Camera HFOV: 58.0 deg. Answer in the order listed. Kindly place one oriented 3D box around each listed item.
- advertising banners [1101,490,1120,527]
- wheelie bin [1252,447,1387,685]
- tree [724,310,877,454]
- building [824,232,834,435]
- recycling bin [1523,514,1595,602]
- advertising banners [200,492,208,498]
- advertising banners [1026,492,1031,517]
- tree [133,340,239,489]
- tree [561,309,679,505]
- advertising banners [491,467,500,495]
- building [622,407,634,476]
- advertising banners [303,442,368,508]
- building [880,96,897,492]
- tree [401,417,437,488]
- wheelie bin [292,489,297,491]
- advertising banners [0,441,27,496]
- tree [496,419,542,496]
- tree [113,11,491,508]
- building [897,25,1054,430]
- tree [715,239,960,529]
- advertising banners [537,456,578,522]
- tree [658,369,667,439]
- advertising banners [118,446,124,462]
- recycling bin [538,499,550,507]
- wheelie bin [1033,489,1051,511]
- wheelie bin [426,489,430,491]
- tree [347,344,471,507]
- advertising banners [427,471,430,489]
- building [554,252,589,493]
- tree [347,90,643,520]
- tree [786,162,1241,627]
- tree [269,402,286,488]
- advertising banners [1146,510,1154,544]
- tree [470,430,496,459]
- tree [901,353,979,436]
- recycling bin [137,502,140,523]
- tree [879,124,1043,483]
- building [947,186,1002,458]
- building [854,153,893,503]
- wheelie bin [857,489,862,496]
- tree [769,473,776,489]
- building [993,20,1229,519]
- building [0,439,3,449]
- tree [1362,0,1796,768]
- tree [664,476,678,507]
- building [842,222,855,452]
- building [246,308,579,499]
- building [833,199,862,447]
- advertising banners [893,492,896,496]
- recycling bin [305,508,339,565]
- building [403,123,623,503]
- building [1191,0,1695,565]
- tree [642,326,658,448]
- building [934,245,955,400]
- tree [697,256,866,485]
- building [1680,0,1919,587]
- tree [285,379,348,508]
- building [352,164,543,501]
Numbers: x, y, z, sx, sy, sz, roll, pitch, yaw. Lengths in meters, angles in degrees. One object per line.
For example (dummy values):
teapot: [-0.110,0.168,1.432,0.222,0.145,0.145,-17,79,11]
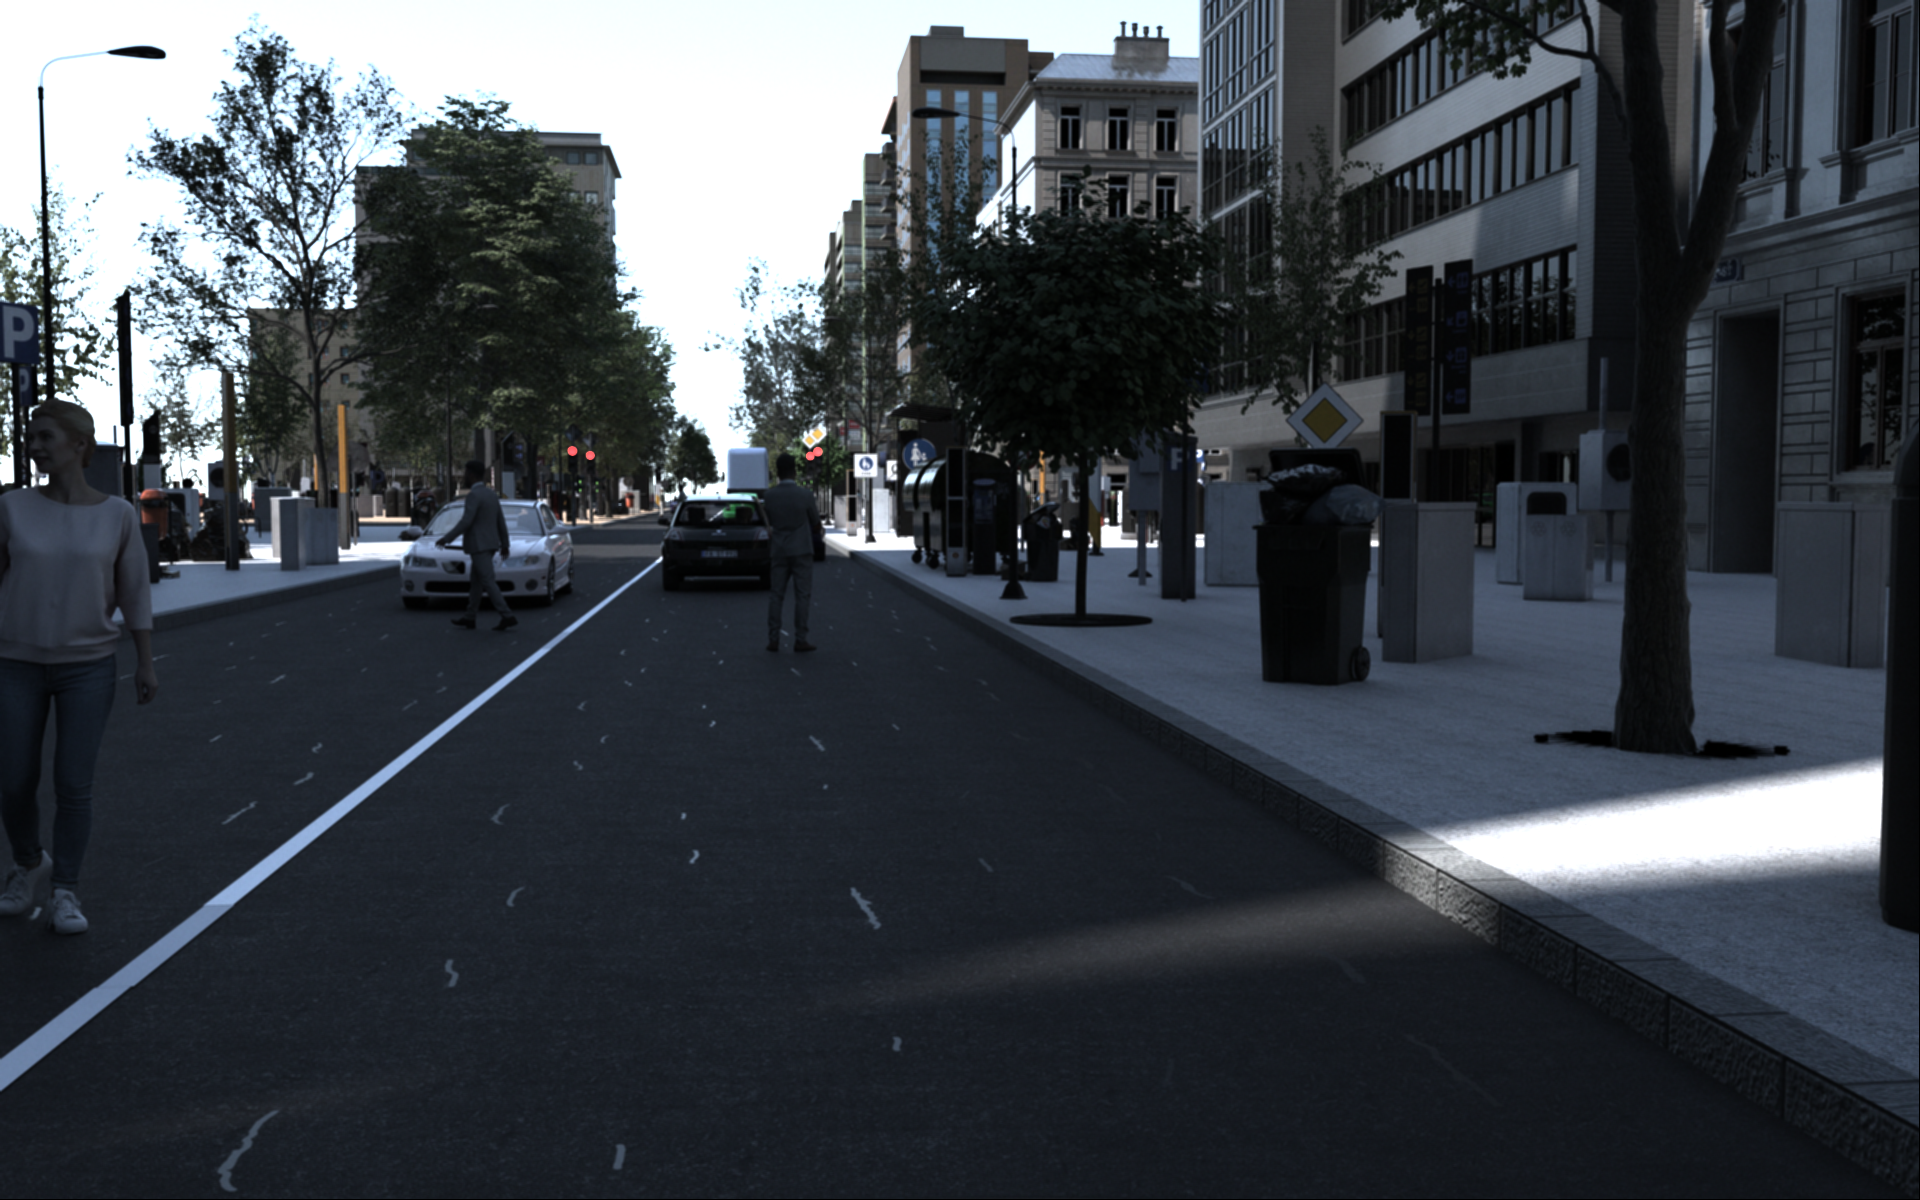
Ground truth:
advertising banners: [5.548,-4.420,68.452,0.090,3.025,2.074,-3,5,-40]
wheelie bin: [2.435,-0.241,11.842,0.980,1.594,0.693,2,4,34]
tree: [-10.527,-12.555,115.638,12.009,13.543,11.850,0,3,0]
building: [-12.514,-41.494,302.132,21.300,48.544,21.600,0,4,-7]
recycling bin: [7.289,-0.521,21.073,0.722,1.027,0.722,2,4,28]
advertising banners: [-56.842,-8.275,131.488,2.074,3.025,0.090,1,4,14]
advertising banners: [2.731,-5.559,87.070,2.074,3.025,0.090,0,4,-5]
tree: [-37.417,-8.164,83.848,4.360,8.622,3.978,0,3,0]
tree: [-22.336,-12.546,111.782,9.857,13.997,8.962,0,3,0]
advertising banners: [-29.847,-7.045,111.370,0.090,3.025,2.074,-2,4,-28]
building: [-67.934,-26.837,283.818,27.650,21.520,28.899,0,4,-7]
advertising banners: [-20.928,-3.787,58.112,2.074,3.025,0.090,-2,4,-25]
building: [2.760,-32.760,190.246,22.147,44.769,28.867,0,4,-7]
tree: [-44.599,-11.840,143.947,4.737,8.622,4.395,0,3,0]
wheelie bin: [-40.175,-5.910,104.542,0.980,1.594,0.693,3,5,41]
advertising banners: [-32.768,-3.891,59.801,0.090,3.025,2.074,0,4,-6]
tree: [-36.990,-11.937,145.531,4.360,8.622,3.978,0,3,0]
tree: [-13.040,-6.120,34.468,7.601,10.594,8.767,-1,4,-20]
building: [1.407,-31.670,167.922,14.600,45.320,14.200,0,4,-7]
tree: [-3.125,-7.893,63.467,7.601,10.594,8.767,2,4,31]
advertising banners: [-18.511,-5.084,79.316,2.074,3.025,0.090,-3,4,-37]
tree: [-20.583,-11.174,100.818,7.486,12.596,7.792,0,3,0]
advertising banners: [-31.200,-4.087,63.016,2.074,3.025,0.090,1,4,18]
recycling bin: [-21.711,-4.810,91.204,0.722,1.027,0.722,2,4,35]
wheelie bin: [3.267,-3.735,68.983,0.693,1.594,0.980,0,4,-3]
wheelie bin: [-35.414,-6.556,115.096,0.980,1.594,0.693,-3,5,-44]
tree: [-25.908,-8.028,81.613,4.360,8.622,3.978,0,3,0]
advertising banners: [-40.802,-8.397,133.484,0.090,3.025,2.074,0,4,-4]
building: [-50.217,-26.099,198.412,14.160,30.474,14.107,0,4,-7]
tree: [-13.318,-8.024,49.320,7.486,12.596,7.792,0,3,0]
tree: [1.152,-2.051,17.243,4.285,4.588,4.351,0,3,0]
tree: [-46.224,-10.353,119.641,4.360,8.622,3.978,0,3,0]
advertising banners: [4.909,-3.015,45.476,0.090,3.025,2.074,0,4,-1]
tree: [-34.583,-10.338,119.393,4.360,8.622,3.978,0,3,0]
tree: [-1.042,-8.741,93.271,4.360,8.622,3.978,0,3,0]
recycling bin: [-26.954,-2.665,56.134,0.722,1.027,0.722,3,4,36]
tree: [0.184,-5.166,34.822,4.737,8.622,4.395,0,3,0]
building: [5.331,-15.701,111.469,10.420,20.320,16.860,0,4,-7]
building: [-4.985,-32.257,210.993,14.154,41.232,14.086,0,4,-7]
wheelie bin: [-6.832,-6.404,112.606,0.980,1.594,0.693,2,4,24]
tree: [-6.707,-6.008,81.945,4.285,4.588,4.351,0,3,0]
building: [15.146,-18.321,96.817,25.104,27.353,12.463,0,4,-7]
building: [-42.959,-23.611,40.657,28.867,44.769,22.147,0,4,-7]
tree: [3.671,-5.058,8.449,9.928,11.665,9.643,0,3,0]
tree: [-28.055,-10.520,166.603,1.663,3.219,1.824,0,3,0]
building: [-10.847,-35.390,262.218,14.154,41.232,14.086,0,4,-7]
building: [-54.046,-20.278,176.581,27.650,21.520,28.899,0,4,-7]
building: [-8.785,-40.177,280.593,21.300,48.544,21.600,0,4,-7]
advertising banners: [-3.766,-6.905,109.080,0.090,3.025,2.074,1,4,20]
recycling bin: [-11.823,-1.159,31.512,0.722,1.027,0.722,1,4,19]
building: [-64.716,-40.690,254.527,28.713,52.752,27.495,0,4,-7]
building: [16.672,-13.862,45.718,14.314,24.678,30.058,0,4,-7]
tree: [-18.797,-10.154,84.147,7.486,12.596,7.792,0,3,0]
building: [5.208,-19.460,137.263,14.460,24.649,34.723,0,4,-7]
tree: [-14.082,-17.284,138.481,12.611,20.169,13.585,0,3,0]
building: [18.295,-11.199,19.265,11.583,22.565,21.152,0,4,-7]
tree: [-39.673,-9.724,109.357,4.360,8.622,3.978,0,3,0]
building: [-45.607,-23.480,155.596,14.160,30.474,14.107,0,4,-7]
